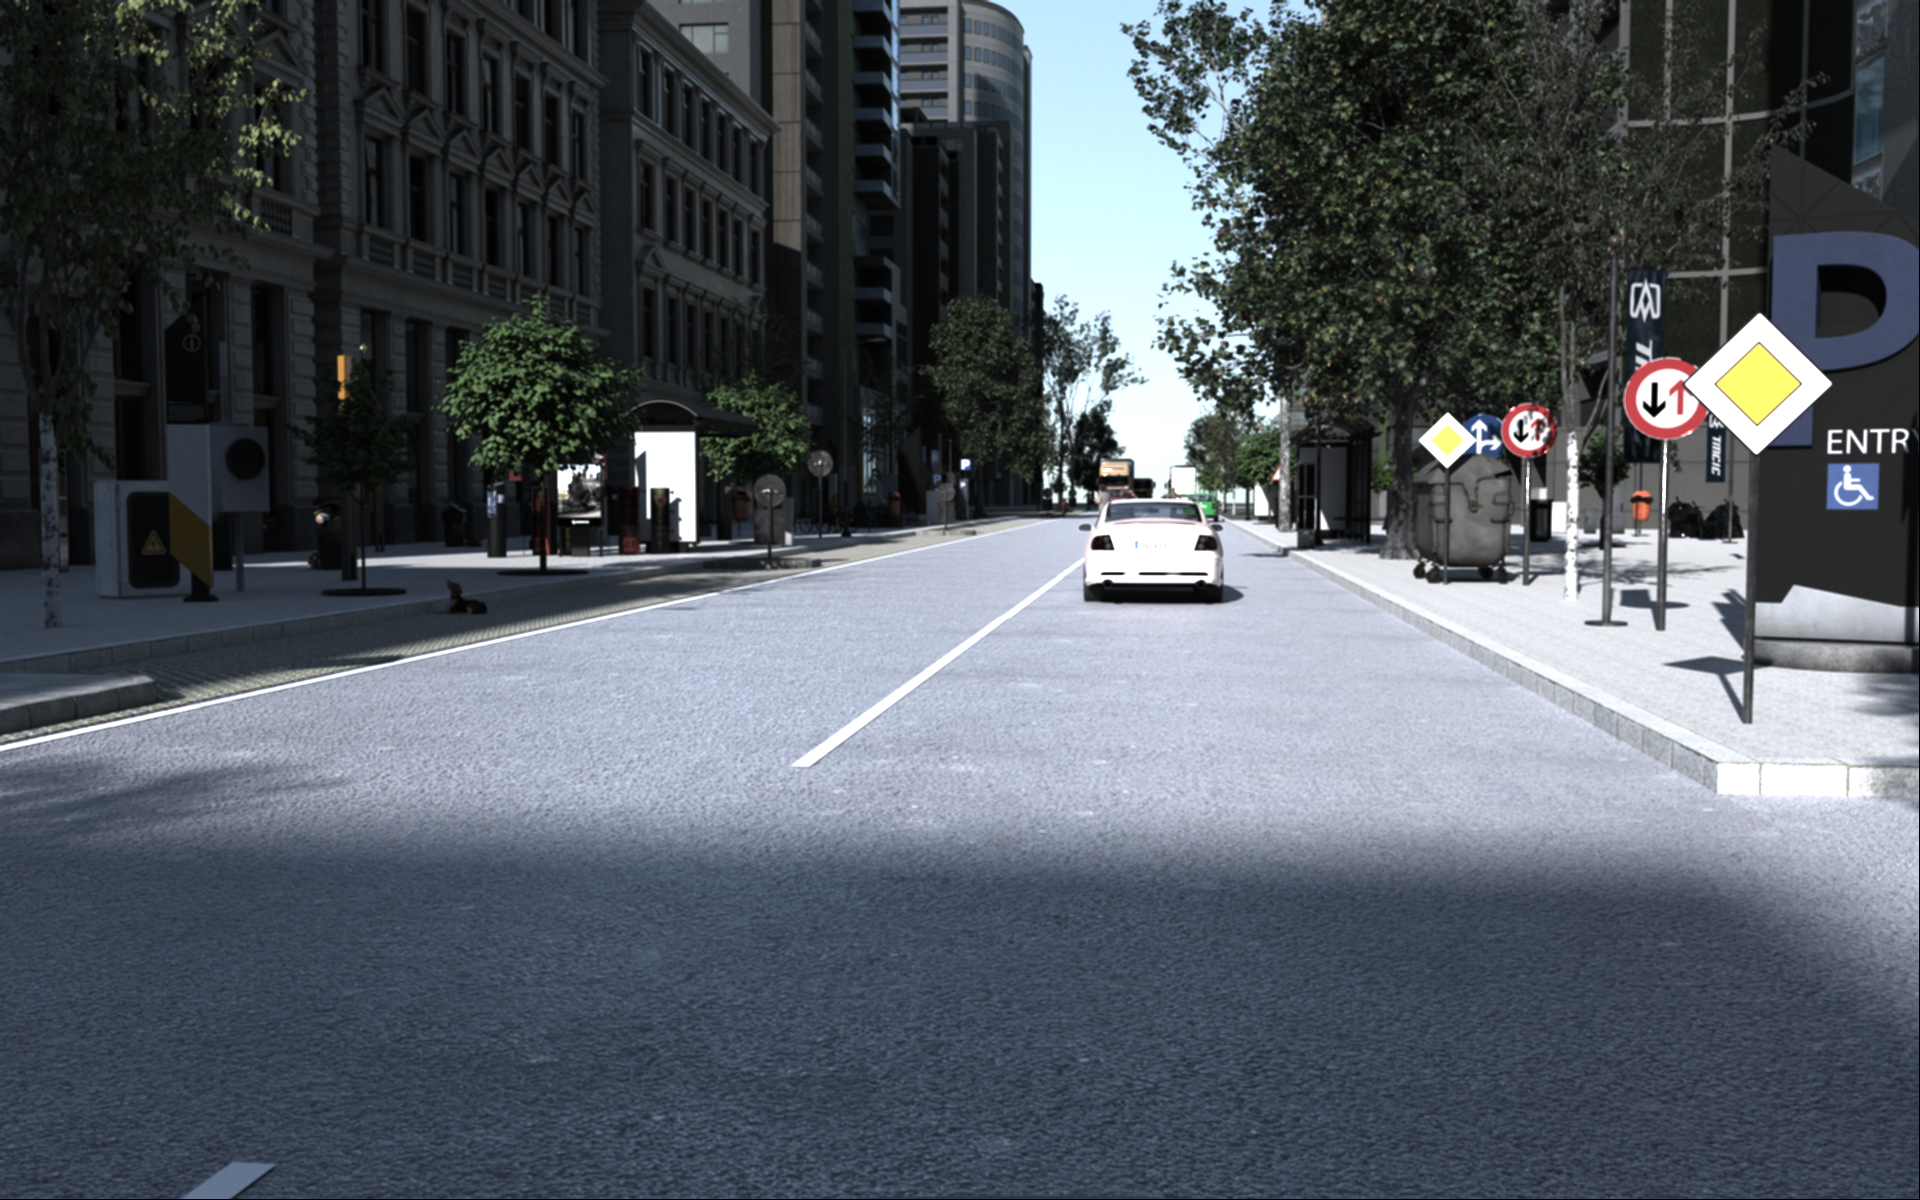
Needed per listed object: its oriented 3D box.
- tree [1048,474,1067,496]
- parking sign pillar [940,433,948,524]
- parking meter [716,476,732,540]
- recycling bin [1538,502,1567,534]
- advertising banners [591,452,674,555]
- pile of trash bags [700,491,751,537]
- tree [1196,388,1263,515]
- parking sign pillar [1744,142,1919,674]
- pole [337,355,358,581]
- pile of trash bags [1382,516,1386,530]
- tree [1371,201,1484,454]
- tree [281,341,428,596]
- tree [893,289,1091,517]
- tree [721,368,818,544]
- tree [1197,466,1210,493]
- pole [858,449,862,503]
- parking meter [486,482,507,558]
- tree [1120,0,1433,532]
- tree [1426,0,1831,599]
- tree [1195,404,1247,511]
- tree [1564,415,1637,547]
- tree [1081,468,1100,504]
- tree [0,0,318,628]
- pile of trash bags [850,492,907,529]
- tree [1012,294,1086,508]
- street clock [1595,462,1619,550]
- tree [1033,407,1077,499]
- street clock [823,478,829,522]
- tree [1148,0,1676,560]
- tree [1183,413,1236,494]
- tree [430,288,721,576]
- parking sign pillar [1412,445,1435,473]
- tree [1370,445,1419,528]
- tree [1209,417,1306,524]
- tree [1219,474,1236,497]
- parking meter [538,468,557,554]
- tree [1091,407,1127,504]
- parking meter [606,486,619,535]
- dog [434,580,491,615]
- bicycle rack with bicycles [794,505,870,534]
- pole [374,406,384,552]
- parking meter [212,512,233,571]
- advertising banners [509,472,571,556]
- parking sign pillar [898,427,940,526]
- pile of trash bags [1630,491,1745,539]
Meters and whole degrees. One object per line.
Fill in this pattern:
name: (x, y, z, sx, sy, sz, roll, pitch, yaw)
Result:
tree: (8.763, -9.766, 154.281, 1.663, 3.219, 1.824, 0, 3, 0)
parking sign pillar: (-1.001, -5.347, 75.887, 1.447, 3.967, 1.447, 0, 4, -1)
parking meter: (-6.546, -2.594, 48.123, 0.255, 1.863, 0.399, 3, 4, 38)
recycling bin: (19.190, -2.662, 56.081, 0.722, 1.027, 0.722, 0, 4, 3)
advertising banners: (-6.933, -2.458, 36.377, 2.074, 3.025, 0.090, -3, 5, -41)
pile of trash bags: (-8.079, -2.632, 52.785, 3.447, 1.369, 1.912, -1, 4, -19)
tree: (16.609, -9.538, 106.308, 4.360, 8.622, 3.978, 0, 3, 0)
parking sign pillar: (6.713, -1.498, 12.965, 1.447, 3.967, 1.447, 2, 4, 32)
pole: (-9.056, -1.942, 25.601, 0.158, 3.312, 0.155, 0, 3, 0)
pile of trash bags: (16.895, -3.203, 62.116, 3.447, 1.369, 1.912, -2, 4, -34)
tree: (11.800, -5.592, 41.797, 4.737, 8.622, 4.395, 0, 3, 0)
tree: (-7.556, -1.676, 22.009, 1.663, 3.219, 1.824, 0, 3, 0)
tree: (0.983, -11.009, 97.007, 9.611, 12.733, 9.660, 0, 3, 0)
tree: (-5.372, -3.771, 45.371, 4.285, 4.588, 4.351, 0, 3, 0)
tree: (18.415, -7.768, 110.722, 4.285, 4.588, 4.351, 0, 3, 0)
pole: (-4.511, -5.150, 78.048, 0.158, 3.312, 0.155, 0, 3, 0)
parking meter: (-9.373, -1.628, 35.024, 0.372, 1.533, 0.369, 0, 3, 0)
tree: (11.919, -12.275, 56.579, 12.611, 20.169, 13.585, 0, 3, 0)
tree: (7.644, -4.308, 20.794, 4.360, 8.622, 3.978, 0, 3, 0)
tree: (20.396, -11.168, 132.964, 4.737, 8.622, 4.395, 0, 3, 0)
tree: (15.564, -2.911, 42.201, 1.663, 3.219, 1.824, 0, 3, 0)
tree: (18.932, -15.449, 236.307, 4.285, 4.588, 4.351, 0, 3, 0)
tree: (-8.521, -4.046, 16.521, 4.737, 8.622, 4.395, 0, 3, 0)
pile of trash bags: (-2.920, -3.423, 65.726, 1.912, 1.369, 3.447, -1, 4, -20)
tree: (10.327, -18.697, 161.590, 12.611, 20.169, 13.585, 0, 3, 0)
street clock: (14.775, -2.144, 39.625, 0.471, 2.002, 0.358, 0, 4, -6)
tree: (7.573, -11.767, 142.760, 4.737, 8.622, 4.395, 0, 3, 0)
street clock: (-5.988, -4.472, 77.689, 0.358, 2.002, 0.471, -1, 4, -19)
tree: (8.726, -7.145, 33.830, 9.611, 12.733, 9.660, 0, 3, 0)
tree: (31.378, -17.750, 215.974, 9.928, 11.665, 9.643, 0, 3, 0)
tree: (-6.798, -2.695, 27.784, 4.285, 4.588, 4.351, 0, 3, 0)
parking sign pillar: (21.679, -5.685, 81.422, 1.447, 3.967, 1.447, 3, 5, 40)
tree: (16.595, -4.379, 66.195, 1.663, 3.219, 1.824, 0, 3, 0)
tree: (13.355, -5.530, 74.128, 4.285, 4.588, 4.351, 0, 3, 0)
tree: (22.365, -9.295, 146.575, 1.663, 3.219, 1.824, 0, 3, 0)
parking meter: (-8.821, -1.916, 37.041, 0.255, 1.863, 0.399, -3, 5, -40)
tree: (17.473, -19.031, 228.160, 9.611, 12.733, 9.660, 0, 3, 0)
parking meter: (-10.805, -2.781, 53.875, 0.372, 1.533, 0.369, 0, 3, 0)
dog: (-5.899, -0.022, 20.561, 0.550, 0.427, 0.748, -2, 4, -33)
bicycle rack with bicycles: (-4.239, -2.686, 57.303, 2.852, 0.926, 2.925, -3, 5, -43)
pole: (-12.881, -2.722, 38.348, 0.158, 3.312, 0.155, 0, 3, 0)
parking meter: (-12.432, -1.264, 29.076, 0.372, 1.533, 0.369, 0, 3, 0)
advertising banners: (-8.736, -2.447, 36.196, 2.074, 3.025, 0.090, 2, 4, 28)
parking sign pillar: (-1.942, -4.997, 70.173, 1.447, 3.967, 1.447, -3, 5, -42)
pile of trash bags: (21.412, -2.535, 51.206, 1.912, 1.369, 3.447, -3, 4, -36)
